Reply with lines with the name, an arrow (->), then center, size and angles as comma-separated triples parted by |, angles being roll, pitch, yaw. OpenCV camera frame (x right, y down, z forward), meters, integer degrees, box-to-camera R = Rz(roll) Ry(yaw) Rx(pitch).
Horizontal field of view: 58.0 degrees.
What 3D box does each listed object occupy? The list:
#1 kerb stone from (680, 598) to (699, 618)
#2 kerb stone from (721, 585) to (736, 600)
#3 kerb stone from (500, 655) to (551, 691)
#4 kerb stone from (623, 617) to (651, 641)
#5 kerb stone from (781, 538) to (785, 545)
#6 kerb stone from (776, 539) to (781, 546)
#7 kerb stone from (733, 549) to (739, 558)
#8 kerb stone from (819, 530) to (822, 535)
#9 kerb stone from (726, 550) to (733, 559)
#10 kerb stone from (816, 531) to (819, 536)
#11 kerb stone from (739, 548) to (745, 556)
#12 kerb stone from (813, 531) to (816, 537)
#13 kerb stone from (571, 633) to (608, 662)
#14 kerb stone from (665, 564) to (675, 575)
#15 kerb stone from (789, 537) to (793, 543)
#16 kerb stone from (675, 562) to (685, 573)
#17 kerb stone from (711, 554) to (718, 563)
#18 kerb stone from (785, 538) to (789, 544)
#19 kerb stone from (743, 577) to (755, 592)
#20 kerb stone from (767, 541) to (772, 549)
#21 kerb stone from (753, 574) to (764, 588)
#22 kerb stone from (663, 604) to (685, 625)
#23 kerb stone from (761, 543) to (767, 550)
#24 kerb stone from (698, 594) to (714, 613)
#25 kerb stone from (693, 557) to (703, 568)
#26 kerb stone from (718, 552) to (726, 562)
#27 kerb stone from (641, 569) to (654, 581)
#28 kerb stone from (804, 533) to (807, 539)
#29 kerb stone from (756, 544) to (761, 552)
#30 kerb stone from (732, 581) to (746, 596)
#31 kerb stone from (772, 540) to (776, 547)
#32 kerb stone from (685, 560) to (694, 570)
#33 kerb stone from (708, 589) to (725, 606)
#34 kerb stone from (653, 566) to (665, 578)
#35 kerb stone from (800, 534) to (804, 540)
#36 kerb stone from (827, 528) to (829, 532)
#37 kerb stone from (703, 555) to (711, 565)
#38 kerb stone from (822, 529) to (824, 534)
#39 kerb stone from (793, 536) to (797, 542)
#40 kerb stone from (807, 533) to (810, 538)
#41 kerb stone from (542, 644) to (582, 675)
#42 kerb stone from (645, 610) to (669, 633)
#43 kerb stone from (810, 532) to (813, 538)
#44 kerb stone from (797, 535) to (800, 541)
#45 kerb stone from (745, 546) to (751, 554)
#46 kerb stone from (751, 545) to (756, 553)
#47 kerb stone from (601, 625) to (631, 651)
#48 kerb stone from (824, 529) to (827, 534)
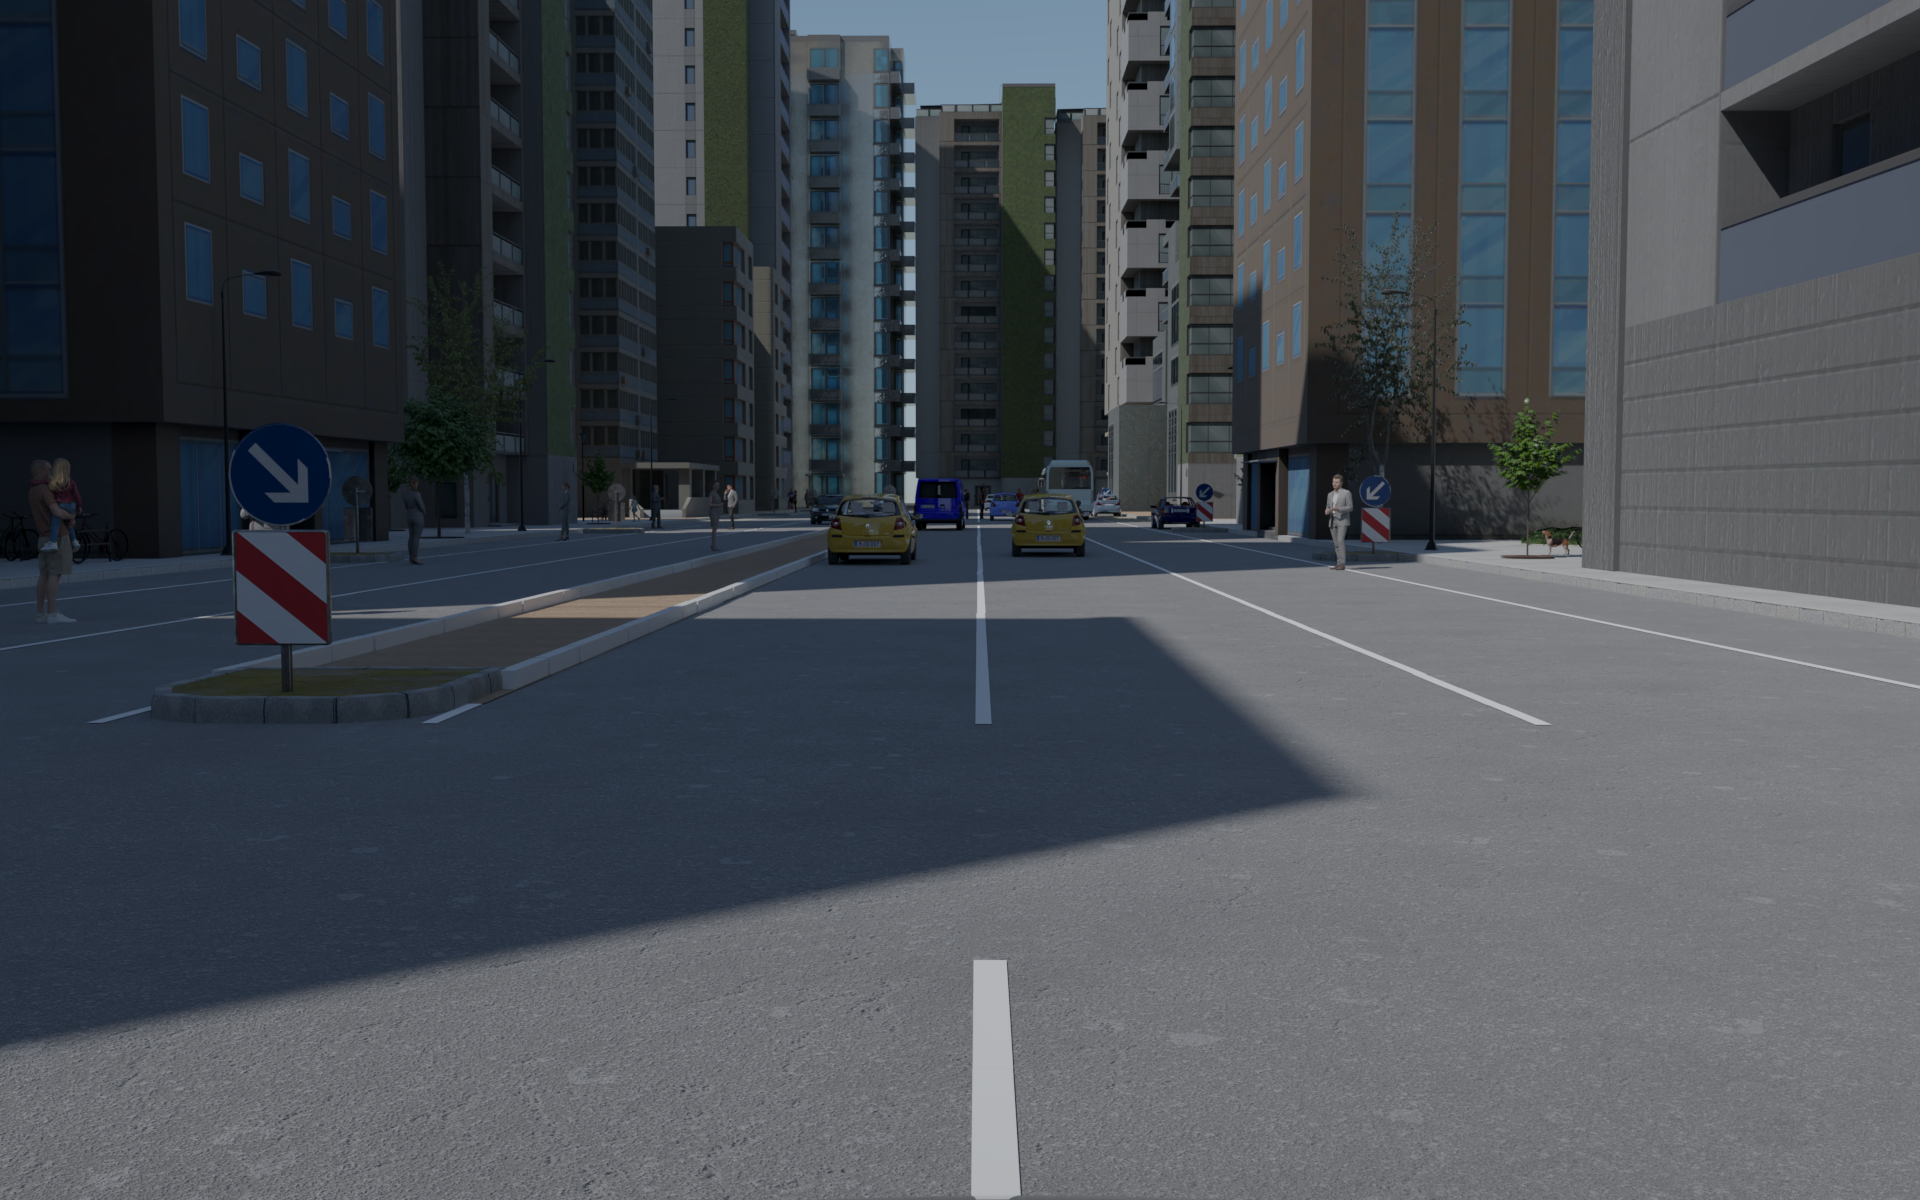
kerb stone -> -3.226, 0.116, 20.299 | 0.120, 0.150, 1.000 | 0, 4, 1
kerb stone -> -3.194, -0.068, 23.383 | 0.120, 0.150, 1.000 | 0, 4, 1
kerb stone -> -3.302, 0.560, 13.125 | 0.120, 0.150, 1.000 | 0, 4, 1
kerb stone -> -3.254, 0.304, 17.230 | 0.120, 0.150, 1.000 | 0, 4, 1
kerb stone -> -5.042, -1.576, 47.975 | 0.120, 0.150, 1.000 | 0, 4, 1
kerb stone -> -5.048, -1.514, 46.953 | 0.120, 0.150, 1.000 | 0, 4, 1
kerb stone -> -5.131, -1.011, 38.742 | 0.120, 0.150, 1.000 | 0, 4, 1
kerb stone -> -4.914, -2.266, 59.261 | 0.120, 0.150, 1.000 | 0, 4, 1
kerb stone -> -5.137, -0.947, 37.717 | 0.120, 0.150, 1.000 | 0, 4, 1
kerb stone -> -4.928, -2.204, 58.239 | 0.120, 0.150, 1.000 | 0, 4, 1
kerb stone -> -5.125, -1.075, 39.765 | 0.120, 0.150, 1.000 | 0, 4, 1
kerb stone -> -4.935, -2.142, 57.216 | 0.120, 0.150, 1.000 | 0, 4, 1
kerb stone -> -3.271, 0.429, 15.180 | 0.120, 0.150, 1.000 | 0, 4, 1
kerb stone -> -5.223, -0.511, 30.557 | 0.120, 0.150, 1.000 | 0, 4, 1
kerb stone -> -5.013, -1.702, 50.028 | 0.120, 0.150, 1.000 | 0, 4, 1
kerb stone -> -5.198, -0.570, 31.579 | 0.120, 0.150, 1.000 | 0, 4, 1
kerb stone -> -5.167, -0.824, 35.672 | 0.120, 0.150, 1.000 | 0, 4, 1
kerb stone -> -5.027, -1.640, 49.006 | 0.120, 0.150, 1.000 | 0, 4, 1
kerb stone -> -3.170, -0.197, 25.436 | 0.120, 0.150, 1.000 | 0, 4, 1
kerb stone -> -5.069, -1.388, 44.884 | 0.120, 0.150, 1.000 | 0, 4, 1
kerb stone -> -3.162, -0.261, 26.461 | 0.120, 0.150, 1.000 | 0, 4, 1
kerb stone -> -3.235, 0.179, 19.274 | 0.120, 0.150, 1.000 | 0, 4, 1
kerb stone -> -5.079, -1.325, 43.854 | 0.120, 0.150, 1.000 | 0, 4, 1
kerb stone -> -3.203, 0.057, 21.327 | 0.120, 0.150, 1.000 | 0, 4, 1
kerb stone -> -5.176, -0.699, 33.626 | 0.120, 0.150, 1.000 | 0, 4, 1
kerb stone -> -5.153, -0.886, 36.695 | 0.120, 0.150, 1.000 | 0, 4, 1
kerb stone -> -5.240, -0.386, 28.511 | 0.120, 0.150, 1.000 | 0, 4, 1
kerb stone -> -4.968, -1.953, 54.133 | 0.120, 0.150, 1.000 | 0, 4, 1
kerb stone -> -5.096, -1.262, 42.832 | 0.120, 0.150, 1.000 | 0, 4, 1
kerb stone -> -3.177, -0.136, 24.414 | 0.120, 0.150, 1.000 | 0, 4, 1
kerb stone -> -5.060, -1.447, 45.919 | 0.120, 0.150, 1.000 | 0, 4, 1
kerb stone -> -5.202, -0.628, 32.602 | 0.120, 0.150, 1.000 | 0, 4, 1
kerb stone -> -3.196, -0.010, 22.360 | 0.120, 0.150, 1.000 | 0, 4, 1
kerb stone -> -5.228, -0.449, 29.533 | 0.120, 0.150, 1.000 | 0, 4, 1
kerb stone -> -4.980, -1.891, 53.111 | 0.120, 0.150, 1.000 | 0, 4, 1
kerb stone -> -4.890, -2.455, 62.338 | 0.120, 0.150, 1.000 | 0, 4, 1
kerb stone -> -5.173, -0.762, 34.648 | 0.120, 0.150, 1.000 | 0, 4, 1
kerb stone -> -4.913, -2.330, 60.291 | 0.120, 0.150, 1.000 | 0, 4, 1
kerb stone -> -5.002, -1.763, 51.059 | 0.120, 0.150, 1.000 | 0, 4, 1
kerb stone -> -4.959, -2.013, 55.164 | 0.120, 0.150, 1.000 | 0, 4, 1
kerb stone -> -3.285, 0.495, 14.152 | 0.120, 0.150, 1.000 | 0, 4, 1
kerb stone -> -3.242, 0.241, 18.252 | 0.120, 0.150, 1.000 | 0, 4, 1
kerb stone -> -4.952, -2.079, 56.186 | 0.120, 0.150, 1.000 | 0, 4, 1
kerb stone -> -4.995, -1.828, 52.083 | 0.120, 0.150, 1.000 | 0, 4, 1
kerb stone -> -5.114, -1.136, 40.787 | 0.120, 0.150, 1.000 | 0, 4, 1
kerb stone -> -5.106, -1.200, 41.809 | 0.120, 0.150, 1.000 | 0, 4, 1
kerb stone -> -3.265, 0.369, 16.202 | 0.120, 0.150, 1.000 | 0, 4, 1
kerb stone -> -4.905, -2.392, 61.313 | 0.120, 0.150, 1.000 | 0, 4, 1
